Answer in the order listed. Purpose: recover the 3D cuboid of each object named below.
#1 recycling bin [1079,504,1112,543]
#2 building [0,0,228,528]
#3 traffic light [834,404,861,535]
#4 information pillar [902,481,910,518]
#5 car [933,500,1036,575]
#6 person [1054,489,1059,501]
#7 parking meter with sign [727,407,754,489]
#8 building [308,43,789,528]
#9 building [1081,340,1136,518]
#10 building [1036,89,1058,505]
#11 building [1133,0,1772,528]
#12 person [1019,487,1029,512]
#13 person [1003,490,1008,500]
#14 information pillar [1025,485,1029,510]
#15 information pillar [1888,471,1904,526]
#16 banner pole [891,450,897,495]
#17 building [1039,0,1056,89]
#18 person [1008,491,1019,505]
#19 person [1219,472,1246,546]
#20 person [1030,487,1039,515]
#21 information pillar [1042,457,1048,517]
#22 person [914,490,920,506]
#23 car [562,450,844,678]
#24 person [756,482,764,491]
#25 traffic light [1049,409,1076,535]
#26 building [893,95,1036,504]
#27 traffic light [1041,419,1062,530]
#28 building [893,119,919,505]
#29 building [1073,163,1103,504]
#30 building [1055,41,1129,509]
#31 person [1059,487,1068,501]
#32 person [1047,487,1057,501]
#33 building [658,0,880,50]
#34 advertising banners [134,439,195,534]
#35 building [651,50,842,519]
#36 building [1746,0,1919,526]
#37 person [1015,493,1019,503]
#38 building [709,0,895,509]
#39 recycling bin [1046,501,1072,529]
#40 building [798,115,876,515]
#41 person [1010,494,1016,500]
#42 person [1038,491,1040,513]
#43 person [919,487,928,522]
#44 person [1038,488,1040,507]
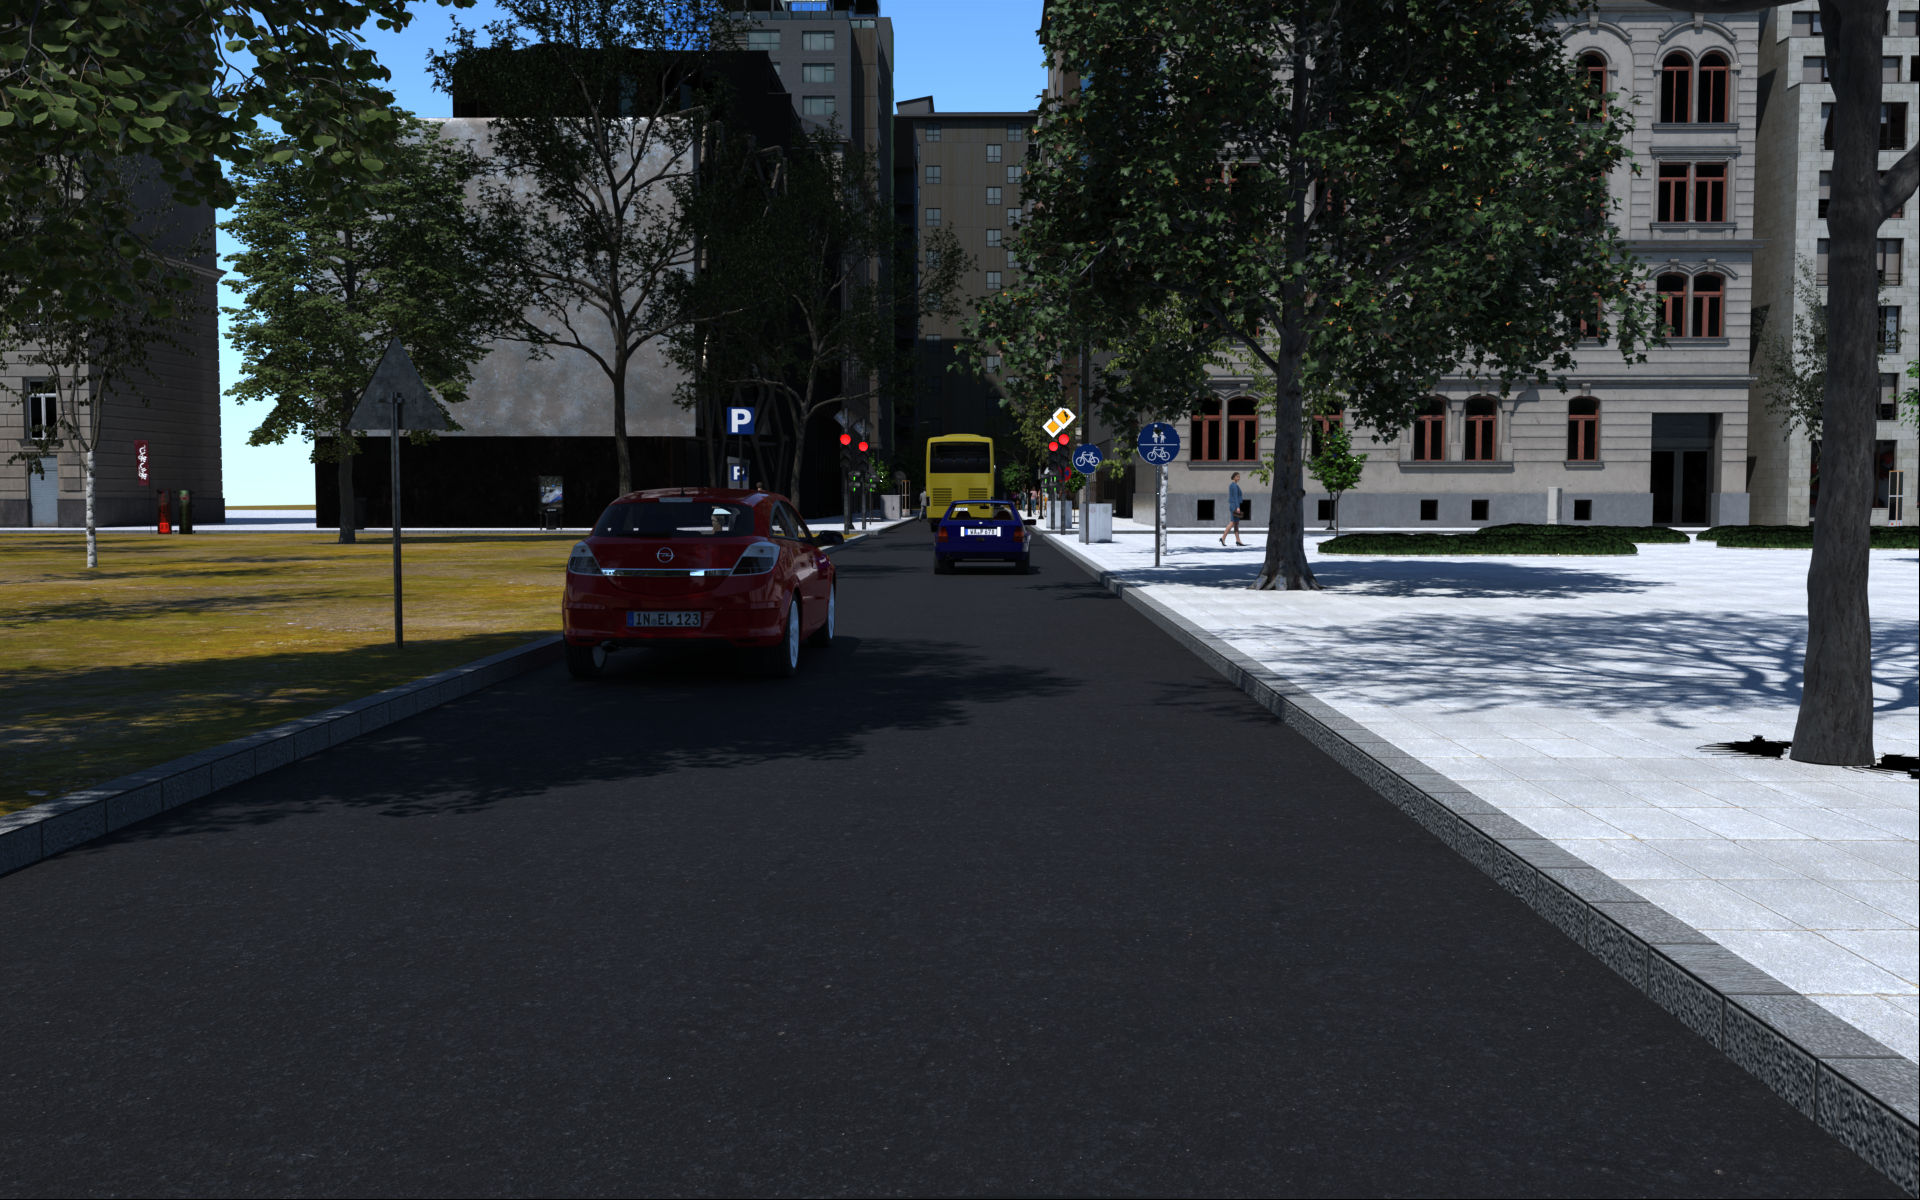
[{"bbox_3d":[3.579,-2.031,45.768,0.722,1.027,0.722,-1,4,-13],"label":"recycling bin"},{"bbox_3d":[-44.977,-16.732,70.828,25.104,27.353,12.463,0,4,1],"label":"building"},{"bbox_3d":[-3.546,-3.999,54.303,0.839,4.253,0.868,0,4,1],"label":"traffic light"},{"bbox_3d":[-2.954,-5.523,94.798,0.304,2.012,0.304,-3,5,-40],"label":"information pillar"},{"bbox_3d":[0.445,-1.201,32.211,1.945,1.354,3.894,0,4,3],"label":"car"},{"bbox_3d":[4.825,-5.097,89.576,0.606,1.804,0.583,0,4,-6],"label":"person"},{"bbox_3d":[-4.536,-2.408,35.630,0.543,3.016,1.738,-1,4,-9],"label":"parking meter with sign"},{"bbox_3d":[-15.856,-12.578,73.096,16.820,18.784,16.811,0,4,1],"label":"building"},{"bbox_3d":[14.961,-17.309,102.076,14.314,24.678,30.058,0,4,1],"label":"building"},{"bbox_3d":[19.728,-35.179,198.874,21.300,48.544,21.600,0,4,1],"label":"building"},{"bbox_3d":[18.897,-17.359,71.214,23.554,28.519,14.401,0,4,1],"label":"building"},{"bbox_3d":[4.642,-7.296,125.685,0.721,1.781,0.623,2,4,34],"label":"person"},{"bbox_3d":[5.306,-11.981,202.602,0.551,1.740,0.621,1,4,16],"label":"person"},{"bbox_3d":[5.296,-8.014,135.520,0.304,2.012,0.304,-3,4,-38],"label":"information pillar"},{"bbox_3d":[29.521,-3.067,54.642,0.304,2.012,0.304,-2,4,-29],"label":"information pillar"},{"bbox_3d":[-3.760,-6.669,99.063,0.401,3.779,0.863,-2,4,-25],"label":"banner pole"},{"bbox_3d":[22.665,-35.778,174.202,28.713,52.752,27.495,0,4,1],"label":"building"},{"bbox_3d":[5.235,-9.901,168.600,1.217,1.739,0.721,0,4,3],"label":"person"},{"bbox_3d":[6.730,-2.241,42.702,0.654,1.822,0.581,1,4,12],"label":"person"},{"bbox_3d":[4.628,-6.210,108.158,0.593,1.750,0.643,1,4,23],"label":"person"},{"bbox_3d":[4.835,-6.458,96.936,0.504,3.616,0.183,0,4,2],"label":"information pillar"},{"bbox_3d":[-4.722,-11.323,191.723,0.434,1.755,0.990,-3,5,-42],"label":"person"},{"bbox_3d":[-2.124,-0.365,15.005,2.155,1.783,4.494,0,4,2],"label":"car"},{"bbox_3d":[-6.807,-3.140,59.752,0.836,1.842,0.656,0,4,4],"label":"person"},{"bbox_3d":[3.215,-3.994,54.227,0.839,4.253,0.868,0,4,1],"label":"traffic light"},{"bbox_3d":[4.579,-39.658,237.652,27.495,52.752,28.713,0,4,1],"label":"building"},{"bbox_3d":[3.323,-4.483,62.211,0.839,4.253,0.868,0,4,1],"label":"traffic light"},{"bbox_3d":[-12.228,-33.815,202.981,14.200,45.320,14.600,0,4,1],"label":"building"},{"bbox_3d":[15.590,-20.861,126.987,13.634,28.700,20.117,0,4,1],"label":"building"},{"bbox_3d":[15.648,-30.786,153.468,14.600,45.320,14.200,0,4,1],"label":"building"},{"bbox_3d":[7.200,-7.016,120.732,0.580,1.828,0.573,0,4,6],"label":"person"},{"bbox_3d":[4.670,-4.920,86.673,0.709,1.800,0.728,3,5,45],"label":"person"},{"bbox_3d":[-17.488,-52.171,165.668,22.319,86.520,31.000,0,4,1],"label":"building"},{"bbox_3d":[-25.339,-3.606,55.148,2.074,3.025,0.090,1,4,11],"label":"advertising banners"},{"bbox_3d":[-13.311,-16.222,94.912,12.332,23.373,15.834,0,4,1],"label":"building"},{"bbox_3d":[39.478,-13.125,69.343,16.860,20.320,10.420,0,4,1],"label":"building"},{"bbox_3d":[6.296,-11.082,190.460,0.421,1.427,0.697,0,4,-3],"label":"person"},{"bbox_3d":[-12.834,-28.175,144.254,14.154,41.232,14.086,0,4,1],"label":"building"},{"bbox_3d":[3.710,-3.191,64.728,0.722,1.027,0.722,3,4,38],"label":"recycling bin"},{"bbox_3d":[-12.443,-19.488,115.891,12.463,27.353,25.104,0,4,1],"label":"building"},{"bbox_3d":[6.807,-12.667,213.130,1.348,1.826,0.705,2,4,25],"label":"person"},{"bbox_3d":[5.378,-6.618,114.591,0.599,1.781,0.374,-3,4,-37],"label":"person"},{"bbox_3d":[-1.845,-4.959,89.856,0.678,1.792,0.850,3,4,37],"label":"person"},{"bbox_3d":[7.415,-9.492,161.169,0.705,1.831,1.348,1,4,12],"label":"person"}]
